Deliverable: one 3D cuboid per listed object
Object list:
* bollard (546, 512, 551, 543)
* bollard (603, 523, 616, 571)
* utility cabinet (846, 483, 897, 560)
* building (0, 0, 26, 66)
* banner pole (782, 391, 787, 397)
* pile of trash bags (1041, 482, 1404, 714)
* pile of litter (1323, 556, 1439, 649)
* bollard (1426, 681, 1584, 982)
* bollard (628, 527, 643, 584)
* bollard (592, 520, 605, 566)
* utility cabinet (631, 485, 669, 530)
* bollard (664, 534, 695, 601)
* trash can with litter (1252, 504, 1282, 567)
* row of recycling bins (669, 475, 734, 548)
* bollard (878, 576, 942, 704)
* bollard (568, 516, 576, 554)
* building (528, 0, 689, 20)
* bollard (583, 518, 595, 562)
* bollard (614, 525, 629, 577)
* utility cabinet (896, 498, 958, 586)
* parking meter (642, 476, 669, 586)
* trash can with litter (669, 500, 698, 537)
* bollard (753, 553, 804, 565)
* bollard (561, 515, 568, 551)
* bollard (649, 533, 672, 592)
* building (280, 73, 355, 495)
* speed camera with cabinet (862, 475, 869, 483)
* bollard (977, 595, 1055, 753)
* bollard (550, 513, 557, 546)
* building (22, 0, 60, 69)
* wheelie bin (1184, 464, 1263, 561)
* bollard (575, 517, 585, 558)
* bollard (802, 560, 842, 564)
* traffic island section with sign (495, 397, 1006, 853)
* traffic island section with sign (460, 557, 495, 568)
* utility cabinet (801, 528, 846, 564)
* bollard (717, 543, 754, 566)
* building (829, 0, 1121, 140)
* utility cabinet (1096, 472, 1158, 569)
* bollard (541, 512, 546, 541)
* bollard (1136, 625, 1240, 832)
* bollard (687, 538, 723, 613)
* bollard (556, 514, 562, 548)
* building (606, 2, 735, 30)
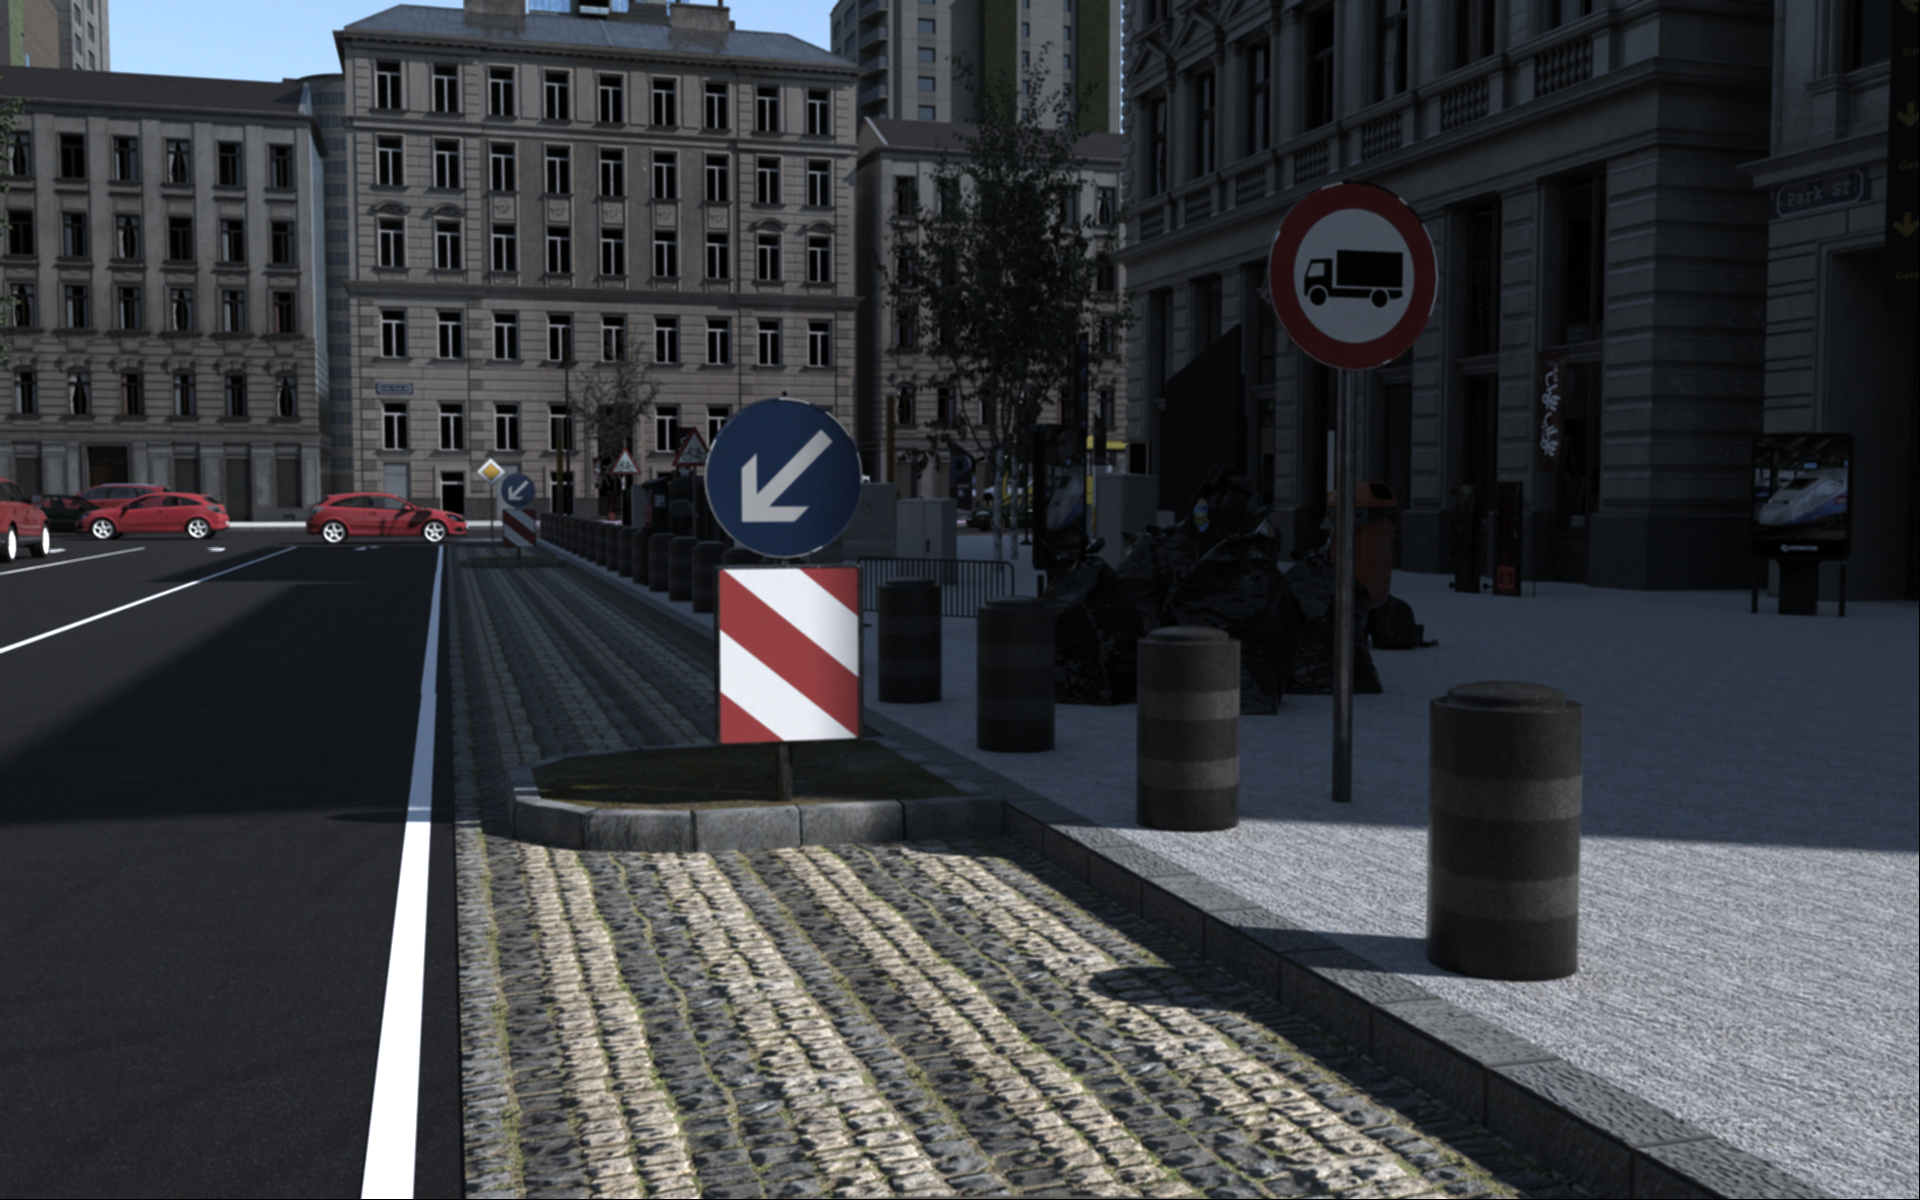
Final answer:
[{"bbox_3d":[-10.489,-1.854,45.035,0.404,0.777,0.398,0,3,0],"label":"bollard"},{"bbox_3d":[-5.699,-0.868,28.915,0.404,0.777,0.398,0,3,0],"label":"bollard"},{"bbox_3d":[-1.832,-1.517,33.479,1.173,1.500,0.318,1,4,10],"label":"utility cabinet"},{"bbox_3d":[-79.416,-27.345,130.691,14.154,41.232,14.086,-1,4,-16],"label":"building"},{"bbox_3d":[-4.133,-3.181,42.028,0.401,3.779,0.863,-2,4,-34],"label":"banner pole"},{"bbox_3d":[1.986,-0.115,11.625,1.912,1.369,3.447,3,5,41],"label":"pile of trash bags"},{"bbox_3d":[3.177,-0.042,14.656,1.719,0.858,1.176,1,4,13],"label":"pile of litter"},{"bbox_3d":[1.485,0.611,4.728,0.404,0.777,0.398,0,3,0],"label":"bollard"},{"bbox_3d":[-4.502,-0.622,24.884,0.404,0.777,0.398,0,3,0],"label":"bollard"},{"bbox_3d":[-6.298,-0.992,30.934,0.404,0.777,0.398,0,3,0],"label":"bollard"},{"bbox_3d":[-7.107,-1.958,40.696,1.173,1.500,0.318,-1,4,-20],"label":"utility cabinet"},{"bbox_3d":[-3.307,-0.375,20.855,0.404,0.777,0.398,0,3,0],"label":"bollard"},{"bbox_3d":[3.224,-0.544,20.284,1.055,1.170,0.624,2,4,25],"label":"trash can with litter"},{"bbox_3d":[-5.761,-1.949,38.977,1.069,1.692,3.534,0,4,5],"label":"row of recycling bins"},{"bbox_3d":[-0.311,0.241,10.769,0.404,0.777,0.398,0,3,0],"label":"bollard"},{"bbox_3d":[-8.100,-1.362,36.987,0.404,0.777,0.398,0,3,0],"label":"bollard"},{"bbox_3d":[-49.749,-57.262,248.905,31.000,86.520,22.319,-1,4,-16],"label":"building"},{"bbox_3d":[-6.900,-1.115,32.944,0.404,0.777,0.398,0,3,0],"label":"bollard"},{"bbox_3d":[-5.104,-0.745,26.905,0.404,0.777,0.398,0,3,0],"label":"bollard"},{"bbox_3d":[-0.484,-0.828,24.694,0.306,1.237,1.020,-3,5,-42],"label":"utility cabinet"},{"bbox_3d":[-4.261,-0.970,24.265,0.372,1.533,0.369,0,3,0],"label":"parking meter"},{"bbox_3d":[-5.496,-1.412,34.480,0.624,1.170,1.055,-1,4,-12],"label":"trash can with litter"},{"bbox_3d":[-1.512,-0.006,14.810,0.404,0.777,0.398,0,3,0],"label":"bollard"},{"bbox_3d":[-8.699,-1.485,38.995,0.404,0.777,0.398,0,3,0],"label":"bollard"},{"bbox_3d":[-3.906,-0.498,22.865,0.404,0.777,0.398,0,3,0],"label":"bollard"},{"bbox_3d":[-78.405,-42.740,240.801,28.212,58.520,21.231,-1,4,-16],"label":"building"},{"bbox_3d":[-5.120,-5.420,82.945,0.660,3.252,2.038,2,4,31],"label":"speed camera with cabinet"},{"bbox_3d":[0.283,0.365,8.751,0.404,0.777,0.398,0,3,0],"label":"bollard"},{"bbox_3d":[-9.892,-1.731,43.016,0.404,0.777,0.398,0,3,0],"label":"bollard"},{"bbox_3d":[-83.547,-30.211,144.067,14.600,45.320,14.200,-1,4,-16],"label":"building"},{"bbox_3d":[2.823,-0.646,18.471,0.693,1.594,0.980,2,4,27],"label":"wheelie bin"},{"bbox_3d":[-7.494,-1.238,34.954,0.404,0.777,0.398,0,3,0],"label":"bollard"},{"bbox_3d":[-0.915,0.117,12.797,0.404,0.777,0.398,0,3,0],"label":"bollard"},{"bbox_3d":[-1.036,0.047,7.858,1.989,1.847,2.006,-1,4,-16],"label":"traffic island section with sign"},{"bbox_3d":[-8.873,-1.568,34.269,1.989,1.847,2.006,-1,4,-16],"label":"traffic island section with sign"},{"bbox_3d":[-2.256,-1.151,27.503,0.318,1.500,1.173,1,4,22],"label":"utility cabinet"},{"bbox_3d":[-2.104,-0.129,16.821,0.404,0.777,0.398,0,3,0],"label":"bollard"},{"bbox_3d":[1.564,-39.879,194.015,28.212,58.520,21.231,-1,4,-16],"label":"building"},{"bbox_3d":[1.739,-0.564,17.900,0.318,1.500,1.173,1,4,23],"label":"utility cabinet"},{"bbox_3d":[-11.085,-1.977,47.049,0.404,0.777,0.398,0,3,0],"label":"bollard"},{"bbox_3d":[0.887,0.488,6.743,0.404,0.777,0.398,0,3,0],"label":"bollard"},{"bbox_3d":[-2.710,-0.253,18.846,0.404,0.777,0.398,0,3,0],"label":"bollard"},{"bbox_3d":[-9.294,-1.608,41.006,0.404,0.777,0.398,0,3,0],"label":"bollard"},{"bbox_3d":[-25.967,-31.243,160.937,14.600,45.320,14.200,-1,4,-16],"label":"building"}]
